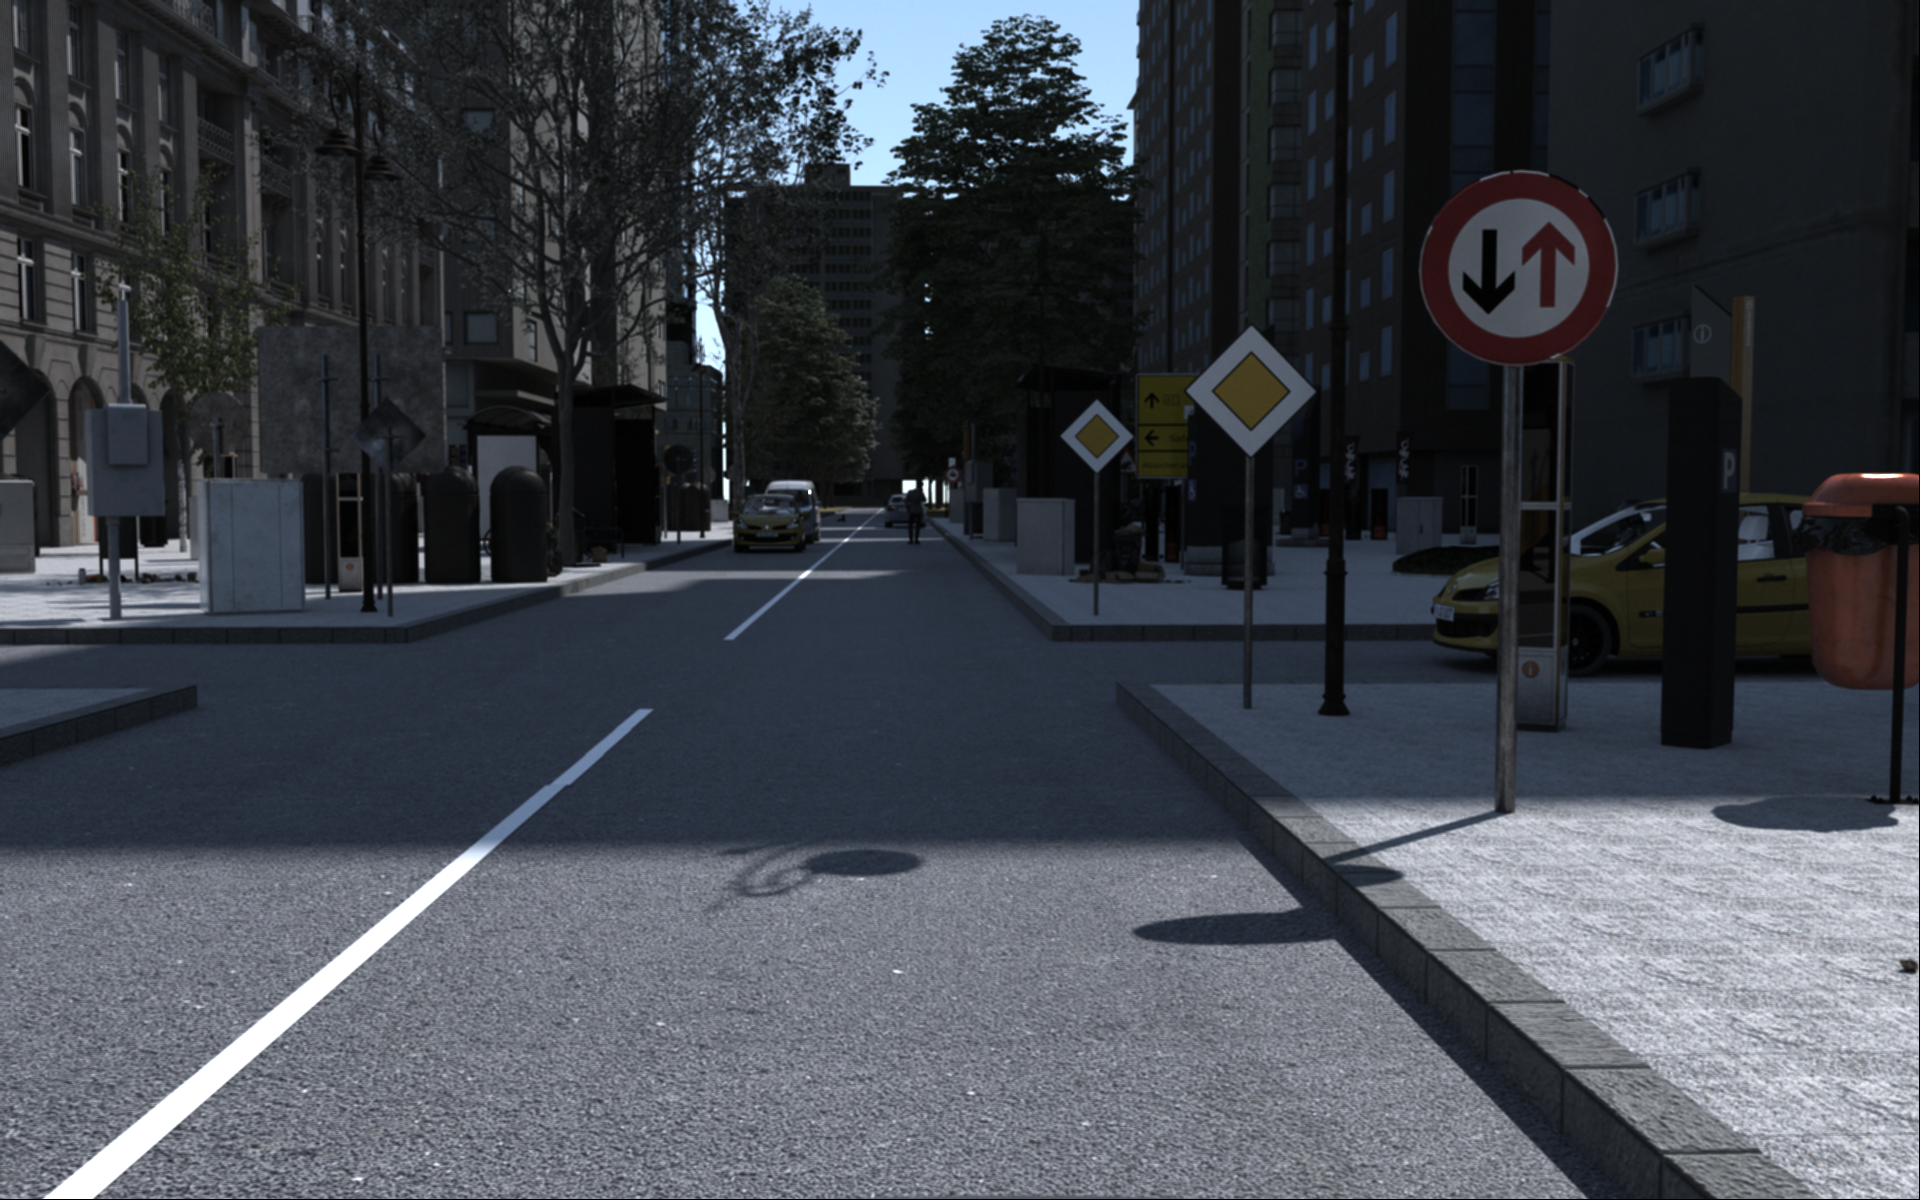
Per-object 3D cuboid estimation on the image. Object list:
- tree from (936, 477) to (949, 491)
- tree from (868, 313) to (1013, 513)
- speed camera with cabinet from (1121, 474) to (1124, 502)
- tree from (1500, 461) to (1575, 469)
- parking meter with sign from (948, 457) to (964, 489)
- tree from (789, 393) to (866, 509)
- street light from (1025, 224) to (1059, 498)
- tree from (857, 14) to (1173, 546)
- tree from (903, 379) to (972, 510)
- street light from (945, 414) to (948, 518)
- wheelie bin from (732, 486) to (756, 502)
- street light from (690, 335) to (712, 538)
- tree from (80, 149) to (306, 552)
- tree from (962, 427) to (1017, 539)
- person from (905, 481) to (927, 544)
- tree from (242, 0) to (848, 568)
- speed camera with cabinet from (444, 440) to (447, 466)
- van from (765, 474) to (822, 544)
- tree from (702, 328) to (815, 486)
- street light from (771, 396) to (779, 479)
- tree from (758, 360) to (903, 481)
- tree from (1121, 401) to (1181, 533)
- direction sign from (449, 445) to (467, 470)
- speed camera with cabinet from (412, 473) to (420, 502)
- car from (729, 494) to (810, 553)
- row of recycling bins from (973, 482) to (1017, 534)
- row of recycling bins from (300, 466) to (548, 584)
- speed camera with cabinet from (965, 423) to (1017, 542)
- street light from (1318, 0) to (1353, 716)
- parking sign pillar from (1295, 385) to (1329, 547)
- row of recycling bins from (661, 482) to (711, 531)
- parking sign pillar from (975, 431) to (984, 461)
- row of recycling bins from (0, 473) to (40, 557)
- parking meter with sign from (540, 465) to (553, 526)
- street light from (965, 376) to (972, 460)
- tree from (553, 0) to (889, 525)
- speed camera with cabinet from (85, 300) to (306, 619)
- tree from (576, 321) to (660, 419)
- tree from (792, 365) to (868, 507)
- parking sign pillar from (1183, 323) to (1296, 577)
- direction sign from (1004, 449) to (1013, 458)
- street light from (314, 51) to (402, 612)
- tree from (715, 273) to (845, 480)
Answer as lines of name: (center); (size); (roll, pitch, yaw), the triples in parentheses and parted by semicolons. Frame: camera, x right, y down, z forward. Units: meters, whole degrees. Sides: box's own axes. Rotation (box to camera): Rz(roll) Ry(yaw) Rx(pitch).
tree: (-2.077, -13.150, 165.358); (4.360, 8.622, 3.978); (0, 3, 0)
tree: (-0.584, -12.933, 118.105); (9.857, 13.997, 8.962); (0, 3, 0)
speed camera with cabinet: (3.896, -3.312, 48.488); (0.660, 3.252, 2.038); (-1, 4, -21)
tree: (13.535, -2.854, 41.260); (1.663, 3.219, 1.824); (0, 3, 0)
parking meter with sign: (0.262, -5.309, 83.064); (1.738, 3.016, 0.543); (-3, 5, -43)
tree: (-12.048, -13.305, 151.948); (8.767, 10.594, 7.601); (2, 4, 24)
street light: (1.413, -3.500, 30.009); (0.468, 5.910, 1.993); (0, 4, -2)
tree: (1.156, -7.572, 41.926); (7.486, 12.596, 7.792); (0, 3, 0)
tree: (-2.320, -13.163, 140.975); (9.928, 11.665, 9.643); (0, 3, 0)
street light: (-0.737, -7.353, 93.009); (0.468, 5.910, 1.993); (0, 4, -2)
wheelie bin: (-8.396, -3.621, 67.118); (0.693, 1.594, 0.980); (-3, 5, -41)
street light: (-7.530, -4.750, 50.451); (0.468, 5.910, 1.993); (0, 4, -2)
tree: (-16.922, -5.363, 38.044); (4.737, 8.622, 4.395); (0, 3, 0)
tree: (0.775, -3.407, 50.309); (1.663, 3.219, 1.824); (0, 3, 0)
person: (-1.277, -2.507, 49.673); (0.592, 1.802, 0.473); (1, 4, 20)
tree: (-6.848, -7.320, 30.048); (12.009, 13.543, 11.850); (0, 3, 0)
speed camera with cabinet: (-18.528, -4.195, 62.926); (0.660, 3.252, 2.038); (-1, 4, -13)
van: (-5.053, -2.705, 51.238); (2.013, 2.044, 4.112); (0, 4, -1)
tree: (-9.284, -7.685, 76.016); (4.360, 8.622, 3.978); (0, 3, 0)
street light: (-8.717, -6.659, 81.668); (0.468, 5.910, 1.993); (0, 4, -2)
tree: (-11.269, -12.513, 130.336); (9.928, 11.665, 9.643); (0, 3, 0)
tree: (6.123, -4.519, 57.597); (4.285, 4.588, 4.351); (0, 3, 0)
direction sign: (-23.070, -5.360, 79.634); (0.876, 3.537, 0.379); (1, 4, 15)
speed camera with cabinet: (-17.311, -3.527, 52.004); (2.038, 3.252, 0.660); (0, 4, -8)
car: (-4.775, -2.048, 43.705); (2.015, 1.641, 3.980); (0, 4, -3)
row of recycling bins: (1.694, -3.078, 57.441); (1.069, 1.692, 3.534); (3, 5, 41)
row of recycling bins: (-7.782, -1.102, 25.130); (3.534, 1.692, 1.069); (0, 4, -6)
speed camera with cabinet: (0.854, -3.264, 47.703); (0.660, 3.252, 2.038); (-2, 4, -27)
street light: (2.179, -2.271, 9.915); (0.468, 5.910, 1.993); (0, 4, -2)
parking sign pillar: (8.448, -3.289, 42.254); (1.447, 3.967, 1.447); (1, 4, 23)
row of recycling bins: (-9.803, -3.289, 60.888); (1.069, 1.692, 3.534); (-2, 4, -33)
parking sign pillar: (0.981, -5.309, 75.278); (1.447, 3.967, 1.447); (-1, 4, -10)
row of recycling bins: (-19.126, -1.653, 34.136); (1.069, 1.692, 3.534); (0, 4, -7)
parking meter with sign: (-11.063, -3.008, 45.436); (1.738, 3.016, 0.543); (0, 4, -4)
street light: (0.308, -5.443, 61.786); (0.468, 5.910, 1.993); (0, 4, -2)
tree: (-9.314, -12.593, 61.781); (12.611, 20.169, 13.585); (0, 3, 0)
speed camera with cabinet: (-8.075, -1.466, 18.308); (2.038, 3.252, 0.660); (-2, 4, -33)
tree: (-14.883, -7.569, 74.123); (4.360, 8.622, 3.978); (0, 3, 0)
tree: (-12.442, -16.023, 168.634); (9.857, 13.997, 8.962); (0, 3, 0)
parking sign pillar: (4.288, -2.385, 27.460); (1.447, 3.967, 1.447); (-1, 4, -14)
direction sign: (2.407, -5.851, 87.656); (0.379, 3.537, 0.876); (3, 5, 41)
street light: (-6.447, -2.809, 18.712); (0.468, 5.910, 1.993); (0, 4, -2)
tree: (-8.556, -10.465, 89.230); (7.486, 12.596, 7.792); (0, 3, 0)
